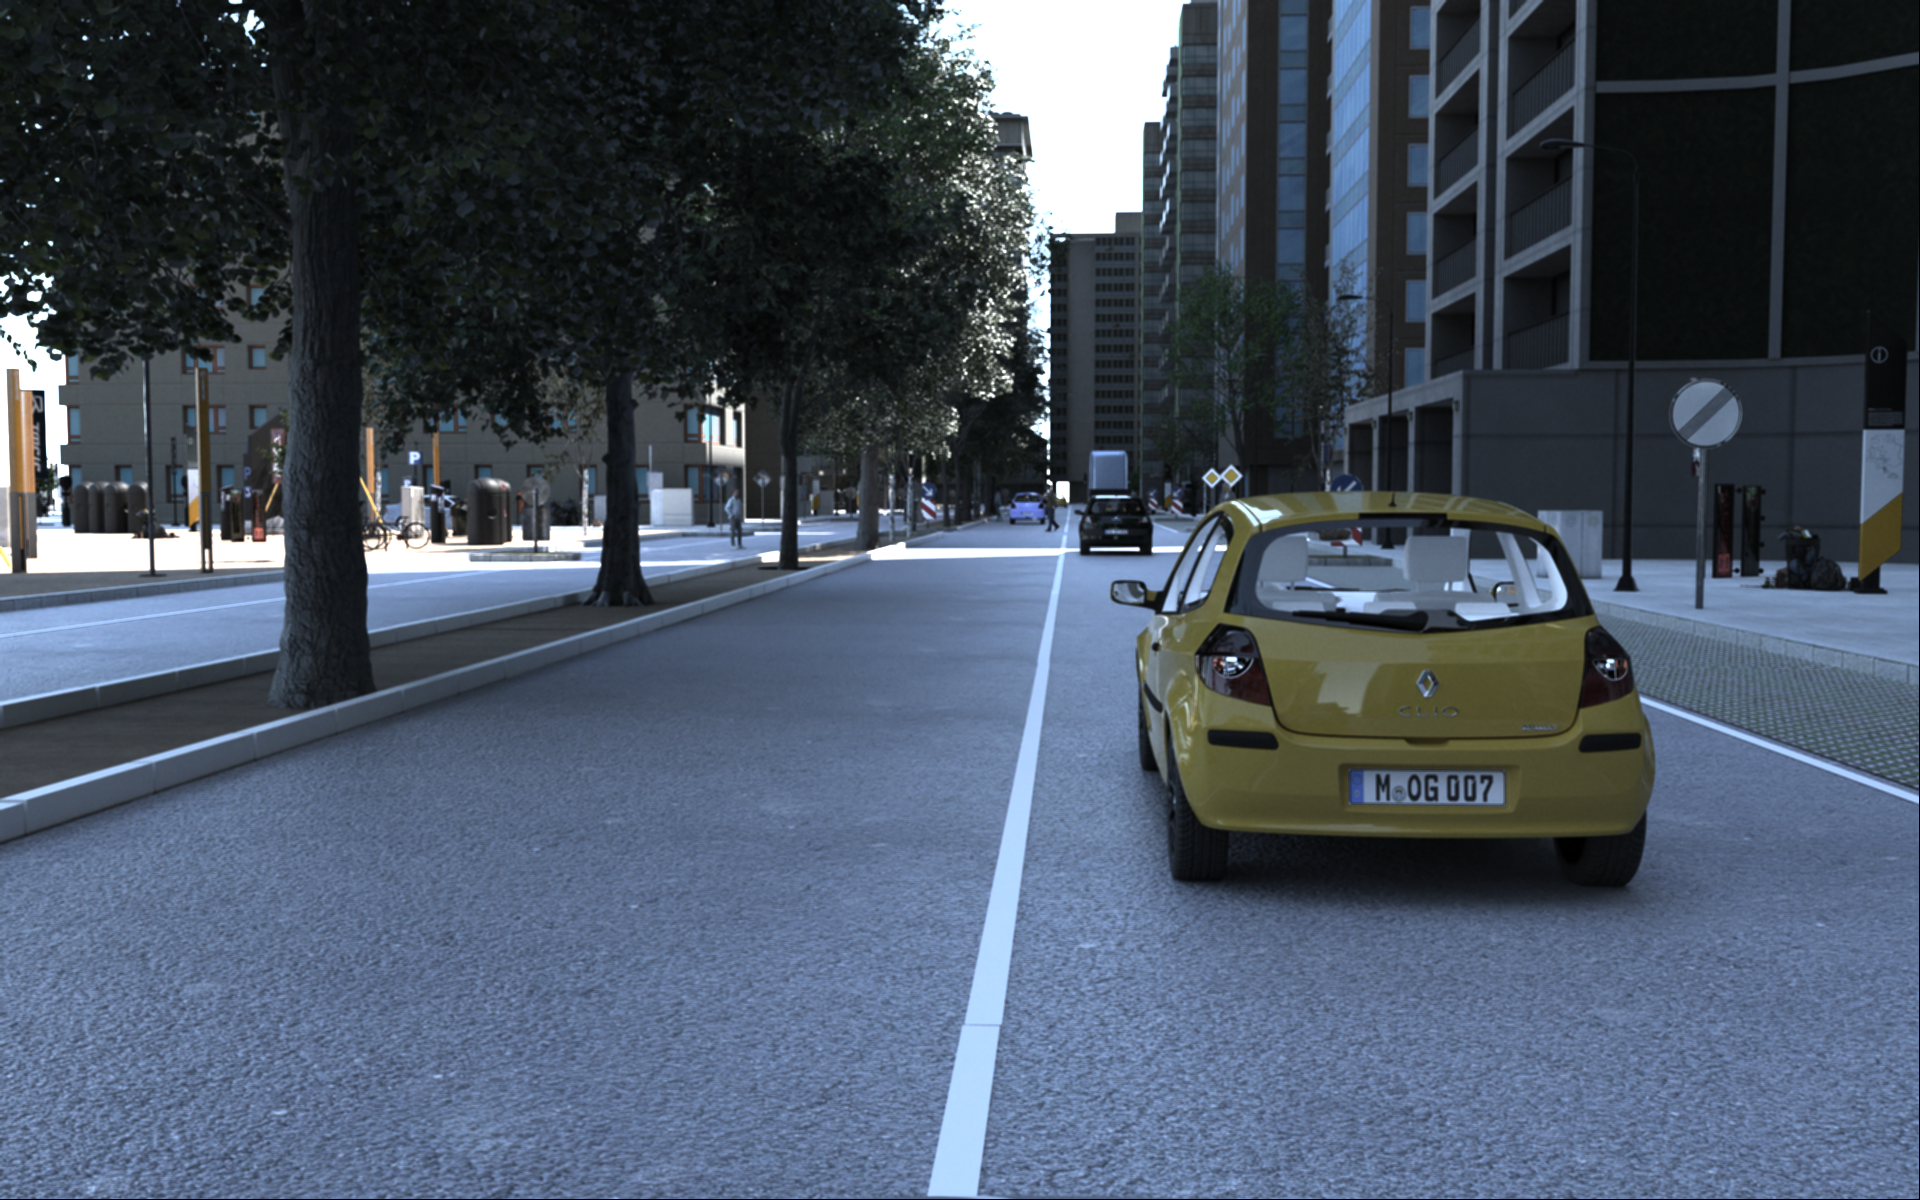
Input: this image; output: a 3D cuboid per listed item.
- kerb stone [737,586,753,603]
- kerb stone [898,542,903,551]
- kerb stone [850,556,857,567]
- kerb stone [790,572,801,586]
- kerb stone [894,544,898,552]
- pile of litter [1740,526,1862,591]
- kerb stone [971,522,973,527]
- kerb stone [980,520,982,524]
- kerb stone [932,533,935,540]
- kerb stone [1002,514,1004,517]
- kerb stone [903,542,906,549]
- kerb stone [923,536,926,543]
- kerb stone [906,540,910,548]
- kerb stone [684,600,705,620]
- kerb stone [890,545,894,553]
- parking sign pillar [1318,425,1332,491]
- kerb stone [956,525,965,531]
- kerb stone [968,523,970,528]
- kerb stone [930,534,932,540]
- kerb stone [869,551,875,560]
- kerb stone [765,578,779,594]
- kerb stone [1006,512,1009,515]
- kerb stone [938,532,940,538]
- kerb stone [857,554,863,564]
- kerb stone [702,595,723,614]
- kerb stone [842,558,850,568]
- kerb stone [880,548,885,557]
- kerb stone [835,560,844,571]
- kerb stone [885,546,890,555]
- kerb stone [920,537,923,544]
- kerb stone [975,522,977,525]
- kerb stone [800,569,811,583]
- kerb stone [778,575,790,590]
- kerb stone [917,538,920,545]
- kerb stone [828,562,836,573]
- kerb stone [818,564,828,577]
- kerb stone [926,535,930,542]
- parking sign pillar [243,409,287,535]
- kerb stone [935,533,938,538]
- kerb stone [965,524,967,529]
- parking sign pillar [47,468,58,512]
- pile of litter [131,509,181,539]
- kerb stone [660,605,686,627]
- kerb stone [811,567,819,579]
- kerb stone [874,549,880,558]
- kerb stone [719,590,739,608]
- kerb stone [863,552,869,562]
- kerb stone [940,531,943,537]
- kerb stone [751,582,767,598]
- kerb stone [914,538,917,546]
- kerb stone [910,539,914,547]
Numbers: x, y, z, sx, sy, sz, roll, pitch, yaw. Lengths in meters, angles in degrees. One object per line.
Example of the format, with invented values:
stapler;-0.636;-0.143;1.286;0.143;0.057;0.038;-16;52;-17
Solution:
kerb stone;-2.951;-0.057;23.122;0.120;0.150;1.000;0;4;4
kerb stone;-1.613;-1.308;43.583;0.120;0.150;1.000;0;4;4
kerb stone;-2.218;-0.744;34.375;0.120;0.150;1.000;0;4;4
kerb stone;-2.674;-0.307;27.220;0.120;0.150;1.000;0;4;4
kerb stone;-1.684;-1.246;42.563;0.120;0.150;1.000;0;4;4
pile of litter;11.515;-0.584;23.506;1.176;0.858;1.719;-1;4;-22
kerb stone;0.346;-3.154;73.761;0.120;0.150;1.000;0;4;4
kerb stone;0.809;-3.585;80.936;0.120;0.150;1.000;0;4;4
kerb stone;-0.954;-1.931;53.817;0.120;0.150;1.000;0;4;4
kerb stone;2.466;-5.153;106.499;0.120;0.150;1.000;0;4;4
kerb stone;-1.553;-1.366;44.603;0.120;0.150;1.000;0;4;4
kerb stone;-1.161;-1.746;50.745;0.120;0.150;1.000;0;4;4
kerb stone;-1.496;-1.433;45.624;0.120;0.150;1.000;0;4;4
kerb stone;-3.151;0.131;20.053;0.120;0.150;1.000;0;4;4
kerb stone;-1.759;-1.178;41.543;0.120;0.150;1.000;0;4;4
parking sign pillar;14.437;-4.899;68.567;1.447;3.967;1.447;1;4;17
kerb stone;0.017;-2.838;68.655;0.120;0.150;1.000;0;4;4
kerb stone;0.208;-3.029;71.716;0.120;0.150;1.000;0;4;4
kerb stone;-1.022;-1.871;52.798;0.120;0.150;1.000;0;4;4
kerb stone;-2.013;-0.931;37.447;0.120;0.150;1.000;0;4;4
kerb stone;-2.811;-0.182;25.175;0.120;0.150;1.000;0;4;4
kerb stone;2.987;-5.657;114.691;0.120;0.150;1.000;0;4;4
kerb stone;-0.828;-2.059;55.858;0.120;0.150;1.000;0;4;4
kerb stone;-2.148;-0.800;35.401;0.120;0.150;1.000;0;4;4
kerb stone;-3.079;0.069;21.072;0.120;0.150;1.000;0;4;4
kerb stone;-2.288;-0.682;33.349;0.120;0.150;1.000;0;4;4
kerb stone;-1.891;-1.055;39.496;0.120;0.150;1.000;0;4;4
kerb stone;-2.346;-0.620;32.328;0.120;0.150;1.000;0;4;4
kerb stone;-1.815;-1.121;40.519;0.120;0.150;1.000;0;4;4
kerb stone;-1.226;-1.681;49.716;0.120;0.150;1.000;0;4;4
kerb stone;0.542;-3.343;76.846;0.120;0.150;1.000;0;4;4
kerb stone;-2.611;-0.370;28.240;0.120;0.150;1.000;0;4;4
kerb stone;-2.752;-0.245;26.195;0.120;0.150;1.000;0;4;4
kerb stone;-1.293;-1.620;48.690;0.120;0.150;1.000;0;4;4
kerb stone;-2.411;-0.557;31.304;0.120;0.150;1.000;0;4;4
kerb stone;-2.489;-0.494;30.280;0.120;0.150;1.000;0;4;4
kerb stone;-1.088;-1.809;51.778;0.120;0.150;1.000;0;4;4
parking sign pillar;-21.748;-4.024;54.257;1.447;3.967;1.447;2;4;33
kerb stone;-0.887;-1.993;54.837;0.120;0.150;1.000;0;4;4
kerb stone;0.076;-2.901;69.676;0.120;0.150;1.000;0;4;4
parking sign pillar;-66.190;-8.372;125.347;1.447;3.967;1.447;0;4;0
pile of litter;-23.329;-2.210;50.095;1.719;0.858;1.176;2;4;30
kerb stone;-3.210;0.193;19.033;0.120;0.150;1.000;0;4;4
kerb stone;-2.550;-0.432;29.260;0.120;0.150;1.000;0;4;4
kerb stone;-1.954;-0.996;38.474;0.120;0.150;1.000;0;4;4
kerb stone;-3.015;0.006;22.102;0.120;0.150;1.000;0;4;4
kerb stone;-2.085;-0.866;36.426;0.120;0.150;1.000;0;4;4
kerb stone;-0.747;-2.121;56.877;0.120;0.150;1.000;0;4;4
kerb stone;-2.880;-0.120;24.152;0.120;0.150;1.000;0;4;4
kerb stone;-1.358;-1.558;47.663;0.120;0.150;1.000;0;4;4
kerb stone;-1.424;-1.493;46.643;0.120;0.150;1.000;0;4;4
